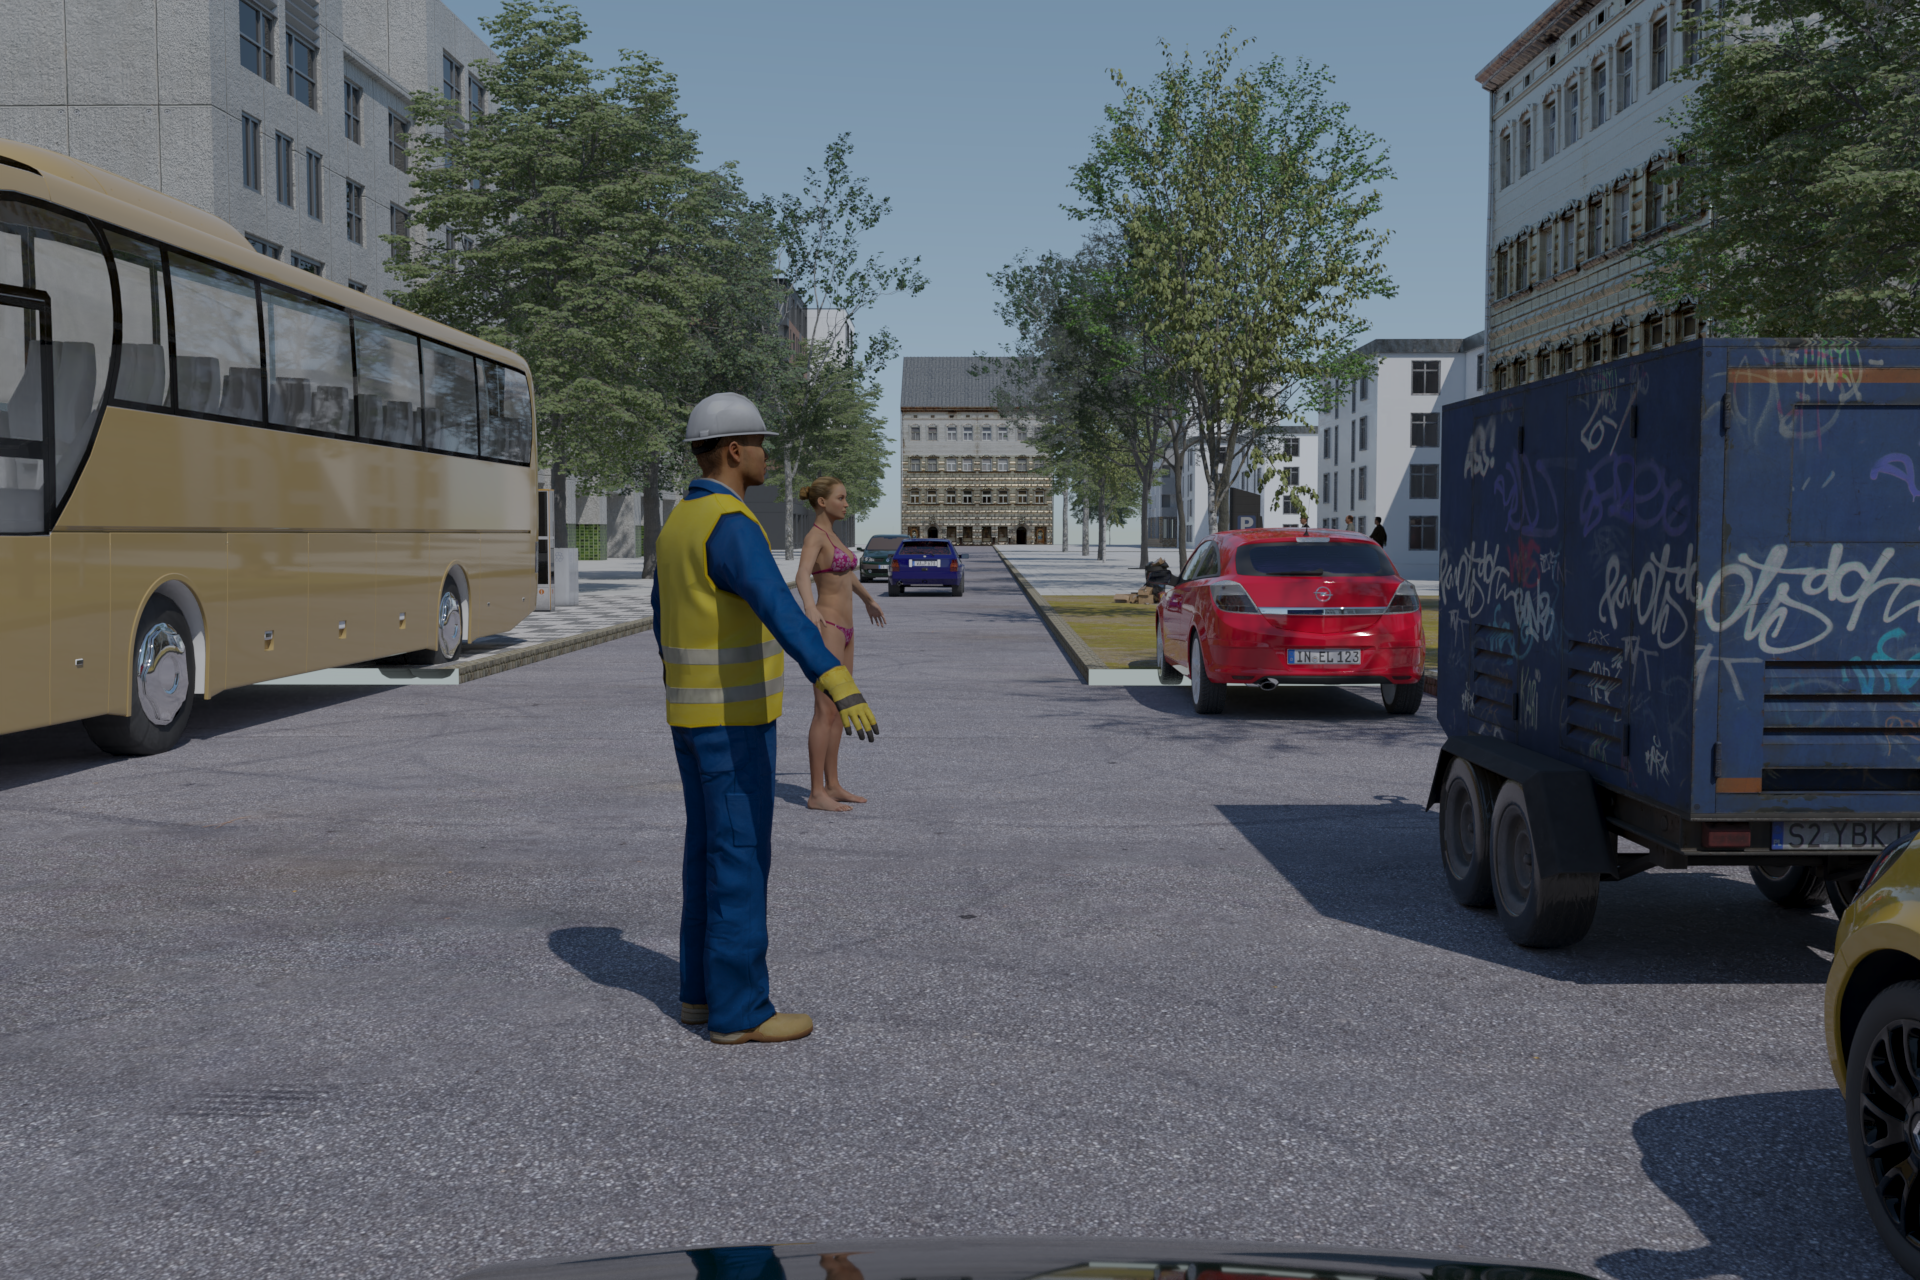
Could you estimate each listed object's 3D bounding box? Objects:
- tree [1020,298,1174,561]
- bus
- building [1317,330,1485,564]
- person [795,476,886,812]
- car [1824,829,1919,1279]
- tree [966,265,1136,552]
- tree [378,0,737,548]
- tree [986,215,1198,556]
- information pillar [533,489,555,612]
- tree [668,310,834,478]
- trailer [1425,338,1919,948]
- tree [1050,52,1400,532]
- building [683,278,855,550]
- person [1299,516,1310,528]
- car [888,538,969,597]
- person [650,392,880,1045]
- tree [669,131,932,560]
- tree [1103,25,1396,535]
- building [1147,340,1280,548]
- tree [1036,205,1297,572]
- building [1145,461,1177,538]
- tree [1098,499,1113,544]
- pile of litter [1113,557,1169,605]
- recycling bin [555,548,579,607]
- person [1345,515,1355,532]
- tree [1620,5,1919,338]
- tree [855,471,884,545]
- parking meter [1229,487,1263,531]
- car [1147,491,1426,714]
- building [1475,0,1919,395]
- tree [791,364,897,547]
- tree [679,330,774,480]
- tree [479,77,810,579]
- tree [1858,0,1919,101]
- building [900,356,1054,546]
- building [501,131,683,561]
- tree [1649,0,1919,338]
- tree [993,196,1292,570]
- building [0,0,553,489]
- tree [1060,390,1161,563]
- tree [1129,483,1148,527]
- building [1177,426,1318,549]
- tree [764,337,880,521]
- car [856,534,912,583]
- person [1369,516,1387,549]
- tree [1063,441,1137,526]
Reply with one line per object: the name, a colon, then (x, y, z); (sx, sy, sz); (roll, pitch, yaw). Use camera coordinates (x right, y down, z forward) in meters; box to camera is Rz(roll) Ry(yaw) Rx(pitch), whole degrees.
tree: (6.594, -10.148, 84.050); (7.486, 12.596, 7.792); (0, 3, 0)
bus: (-6.319, -1.400, 14.441); (2.896, 3.916, 12.252); (0, 4, 1)
building: (22.387, -8.102, 74.609); (9.099, 9.664, 28.070); (0, 4, 1)
person: (-0.607, 0.011, 9.075); (0.721, 1.733, 1.217); (1, 4, 13)
car: (2.634, 0.498, 2.088); (2.015, 1.641, 3.980); (0, 4, 1)
tree: (6.823, -16.283, 122.108); (12.611, 20.169, 13.585); (0, 3, 0)
tree: (-8.778, -7.310, 37.650); (7.486, 12.596, 7.792); (0, 3, 0)
tree: (8.179, -14.947, 100.279); (12.611, 20.169, 13.585); (0, 3, 0)
information pillar: (-6.857, -1.468, 28.500); (0.304, 2.012, 0.304); (0, 4, 2)
tree: (-8.707, -8.266, 69.567); (8.767, 10.594, 7.601); (1, 4, 19)
trailer: (2.622, 0.002, 7.024); (1.471, 1.999, 3.904); (0, 4, 0)
tree: (5.856, -6.908, 38.695); (9.928, 11.665, 9.643); (0, 3, 0)
building: (-24.283, -19.002, 154.661); (27.936, 21.610, 32.646); (0, 3, 0)
person: (9.467, -2.561, 47.810); (0.705, 1.837, 1.347); (-1, 4, -9)
car: (-0.765, -1.735, 40.942); (1.945, 1.354, 3.894); (0, 4, 1)
person: (-0.642, 0.210, 4.989); (0.705, 1.833, 1.349); (-2, 4, -30)
tree: (-7.771, -13.871, 82.679); (12.611, 20.169, 13.585); (0, 3, 0)
tree: (3.914, -4.604, 25.637); (4.737, 8.622, 4.395); (0, 3, 0)
building: (24.159, -19.541, 175.920); (16.016, 20.090, 11.380); (0, 4, 1)
tree: (6.122, -7.027, 49.307); (7.601, 10.594, 8.767); (2, 4, 25)
building: (25.615, -20.582, 192.943); (16.016, 20.090, 11.380); (0, 4, 1)
tree: (18.753, -16.114, 213.819); (4.360, 8.622, 3.978); (0, 3, 0)
pile of litter: (3.433, -1.118, 32.237); (1.176, 0.858, 1.719); (0, 4, 1)
recycling bin: (-7.257, -1.125, 30.950); (0.722, 1.027, 0.722); (0, 4, 2)
person: (10.554, -2.495, 47.069); (0.705, 1.796, 1.348); (2, 4, 24)
tree: (17.258, -6.675, 34.890); (9.928, 11.665, 9.643); (0, 3, 0)
tree: (-13.164, -17.339, 209.255); (9.928, 11.665, 9.643); (0, 3, 0)
parking meter: (3.574, -0.975, 21.657); (0.399, 1.863, 0.255); (0, 4, 1)
car: (2.775, -0.380, 15.256); (2.155, 1.783, 4.494); (0, 4, 1)
building: (26.615, -13.293, 48.266); (19.493, 23.208, 18.063); (0, 4, 1)
tree: (-7.937, -12.080, 115.630); (7.486, 12.596, 7.792); (0, 3, 0)
tree: (-9.346, -6.815, 61.794); (4.360, 8.622, 3.978); (0, 3, 0)
tree: (-8.714, -8.716, 49.156); (9.857, 13.997, 8.962); (0, 3, 0)
tree: (8.424, -6.061, 9.460); (12.009, 13.543, 11.850); (0, 3, 0)
building: (2.100, -23.225, 213.110); (18.063, 23.208, 19.493); (0, 4, 0)
building: (-25.745, -13.806, 92.179); (16.747, 18.905, 31.486); (0, 4, 0)
tree: (13.604, -6.498, 24.370); (7.486, 12.596, 7.792); (0, 3, 0)
tree: (6.705, -9.307, 62.532); (12.009, 13.543, 11.850); (0, 3, 0)
building: (-25.572, -11.623, 56.497); (16.747, 18.905, 31.486); (0, 4, 1)
tree: (6.610, -7.698, 76.226); (4.737, 8.622, 4.395); (0, 3, 0)
tree: (23.291, -16.116, 213.852); (4.360, 8.622, 3.978); (0, 3, 0)
building: (24.551, -12.614, 148.388); (9.099, 9.664, 28.070); (0, 4, 1)
tree: (-8.318, -11.167, 100.715); (7.486, 12.596, 7.792); (0, 3, 0)
car: (-2.085, -2.596, 52.230); (2.009, 1.686, 4.222); (0, 4, 0)
person: (12.520, -2.806, 52.008); (0.704, 1.812, 1.346); (3, 5, 41)
tree: (17.052, -18.353, 206.729); (9.857, 13.997, 8.962); (0, 3, 0)
